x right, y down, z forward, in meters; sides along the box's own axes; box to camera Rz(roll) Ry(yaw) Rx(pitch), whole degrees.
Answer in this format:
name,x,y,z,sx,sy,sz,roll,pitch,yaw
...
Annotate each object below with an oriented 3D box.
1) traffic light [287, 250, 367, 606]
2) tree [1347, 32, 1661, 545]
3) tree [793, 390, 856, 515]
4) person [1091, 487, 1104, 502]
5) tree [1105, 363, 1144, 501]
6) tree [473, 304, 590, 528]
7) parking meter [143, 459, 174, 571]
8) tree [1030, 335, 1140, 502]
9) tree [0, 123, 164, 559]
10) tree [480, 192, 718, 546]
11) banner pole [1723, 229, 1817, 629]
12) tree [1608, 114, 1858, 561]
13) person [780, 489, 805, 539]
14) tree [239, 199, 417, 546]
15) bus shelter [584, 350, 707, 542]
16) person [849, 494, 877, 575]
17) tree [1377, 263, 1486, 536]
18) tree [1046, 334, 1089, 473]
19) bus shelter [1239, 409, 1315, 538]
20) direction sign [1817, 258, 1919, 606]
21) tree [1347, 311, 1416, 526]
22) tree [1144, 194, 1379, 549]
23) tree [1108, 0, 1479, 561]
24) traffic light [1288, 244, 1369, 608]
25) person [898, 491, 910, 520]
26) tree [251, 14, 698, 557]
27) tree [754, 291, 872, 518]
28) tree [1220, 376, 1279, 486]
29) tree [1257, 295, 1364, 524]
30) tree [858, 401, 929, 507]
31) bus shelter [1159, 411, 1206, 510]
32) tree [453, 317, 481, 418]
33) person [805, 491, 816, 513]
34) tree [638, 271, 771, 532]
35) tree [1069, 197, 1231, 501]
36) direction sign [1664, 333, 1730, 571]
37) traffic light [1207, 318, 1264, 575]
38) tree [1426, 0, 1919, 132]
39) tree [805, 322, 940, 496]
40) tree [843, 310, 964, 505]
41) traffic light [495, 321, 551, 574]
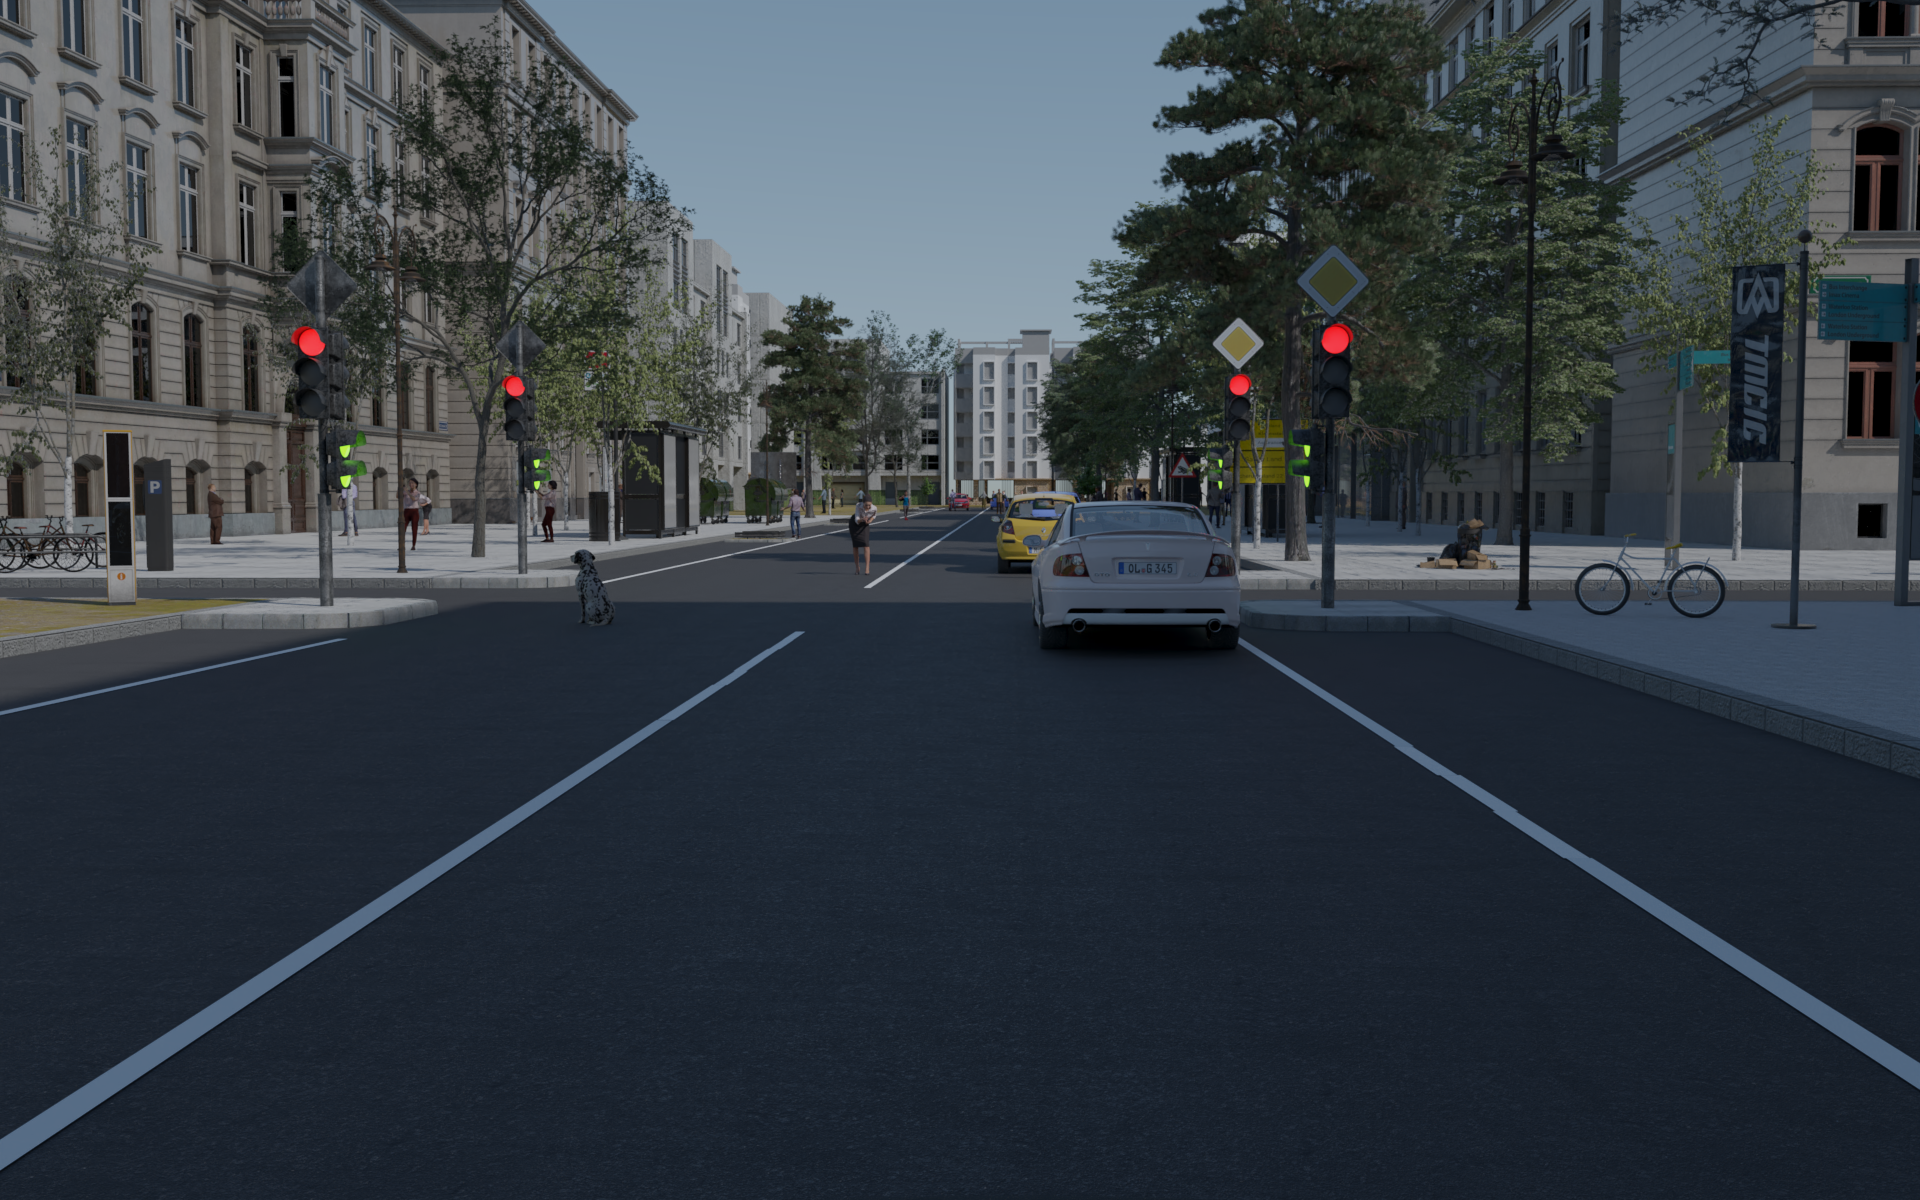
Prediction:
name,x,y,z,sx,sy,sz,roll,pitch,yaw
traffic light,-7.233,-1.864,19.714,0.839,4.213,0.868,0,4,2
tree,13.714,-7.686,43.786,7.486,12.596,7.792,0,3,0
tree,-8.255,-9.544,106.401,4.737,8.622,4.395,0,3,0
person,5.521,-3.693,69.698,0.431,1.722,0.655,3,5,41
tree,9.305,-8.644,91.694,4.737,8.622,4.395,0,3,0
tree,-16.266,-7.072,65.988,4.360,8.622,3.978,0,3,0
parking meter,-13.337,-1.412,28.803,0.399,1.863,0.255,0,4,-1
tree,10.473,-14.251,139.664,9.857,13.997,8.962,0,3,0
tree,-17.771,-5.107,33.867,4.360,8.622,3.978,0,3,0
tree,-8.457,-5.656,42.844,4.737,8.622,4.395,0,3,0
banner pole,7.799,-1.627,16.619,0.863,3.779,0.401,2,4,31
tree,14.743,-5.067,33.215,4.737,8.622,4.395,0,3,0
person,-5.286,-2.763,55.632,0.963,1.587,0.435,-3,5,-41
tree,-15.371,-5.671,43.081,4.360,8.622,3.978,0,3,0
bus shelter,-9.294,-4.482,50.911,2.179,5.291,8.768,0,4,2
person,-1.716,-1.159,30.631,0.799,1.438,0.628,3,5,41
tree,14.793,-6.626,58.705,4.737,8.622,4.395,0,3,0
tree,9.276,-11.820,115.308,6.751,12.117,7.091,0,3,0
bus shelter,9.838,-4.719,54.782,2.179,5.291,8.768,0,4,1
direction sign,10.933,-1.861,19.187,2.525,3.948,1.411,-1,4,-16
tree,16.238,-7.209,68.222,4.360,8.622,3.978,0,3,0
tree,6.920,-5.521,40.637,4.737,8.622,4.395,0,3,0
tree,6.373,-6.783,32.955,6.751,12.117,7.091,0,3,0
traffic light,4.124,-1.845,19.403,0.839,4.213,0.868,0,4,2
person,-3.022,-5.168,94.872,0.647,1.594,0.662,-2,4,-34
tree,-9.693,-6.121,34.494,8.767,10.594,7.601,-1,4,-18
tree,-8.119,-10.424,92.484,6.751,12.117,7.091,0,3,0
tree,16.285,-8.796,94.169,4.360,8.622,3.978,0,3,0
tree,15.110,-9.130,75.034,9.928,11.665,9.643,0,3,0
tree,-6.407,-14.192,166.445,7.601,10.594,8.767,0,4,6
bus shelter,10.443,-6.311,80.810,2.179,5.291,8.768,0,4,2
tree,-13.302,-6.276,52.979,4.737,8.622,4.395,0,3,0
person,-8.256,-5.298,95.037,0.453,1.535,0.546,3,4,37
tree,-8.597,-6.595,58.186,4.360,8.622,3.978,0,3,0
tree,7.969,-9.096,66.846,7.486,12.596,7.792,0,3,0
direction sign,12.518,-2.446,28.759,1.411,3.948,2.525,1,4,14
traffic light,4.355,-2.333,27.384,0.839,4.213,0.868,0,4,2
tree,7.100,-6.018,8.769,12.009,13.543,11.850,0,3,0
tree,-6.486,-12.974,122.497,12.009,13.543,11.850,0,3,0
tree,-6.799,-19.819,179.924,12.611,20.169,13.585,0,3,0
traffic light,-7.002,-2.352,27.695,0.839,4.213,0.868,0,4,2
